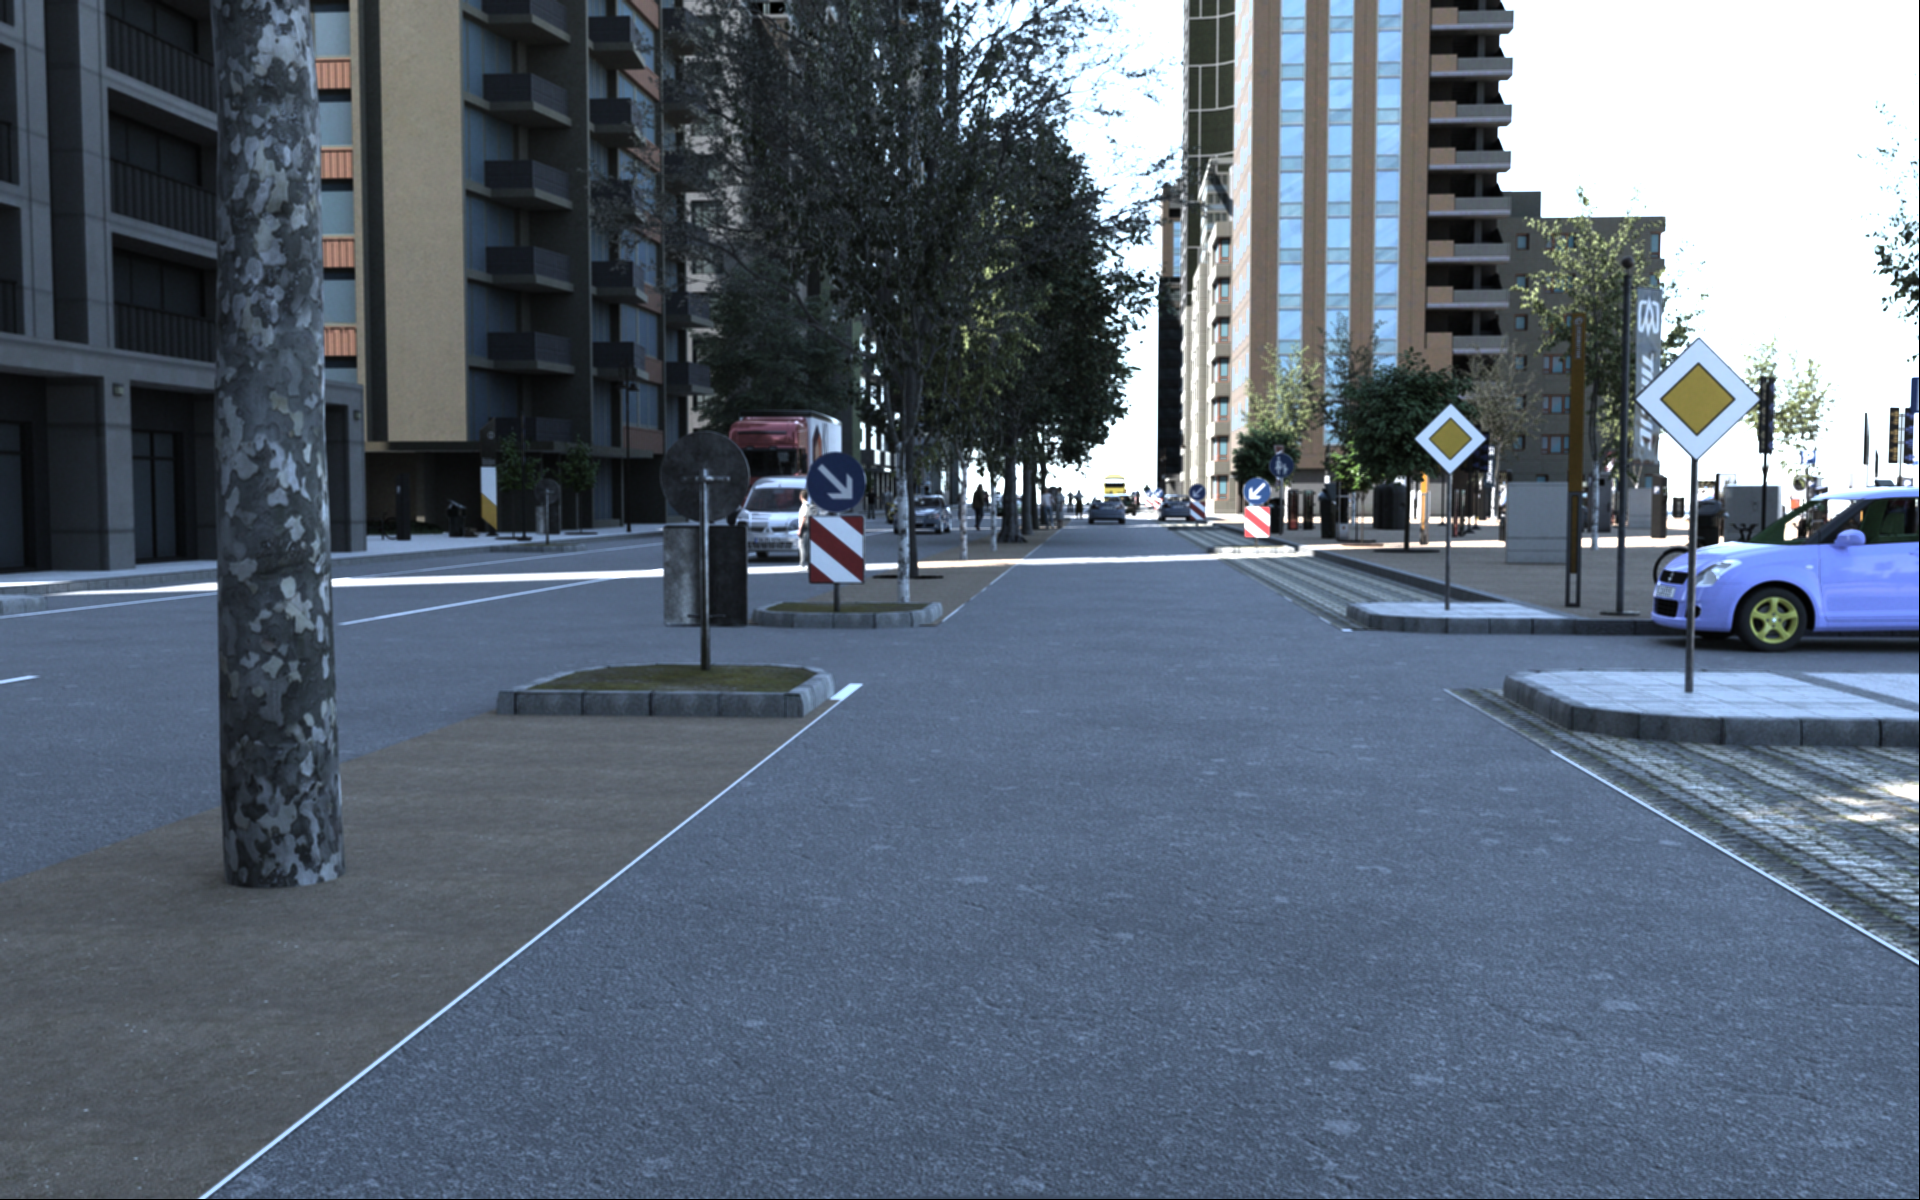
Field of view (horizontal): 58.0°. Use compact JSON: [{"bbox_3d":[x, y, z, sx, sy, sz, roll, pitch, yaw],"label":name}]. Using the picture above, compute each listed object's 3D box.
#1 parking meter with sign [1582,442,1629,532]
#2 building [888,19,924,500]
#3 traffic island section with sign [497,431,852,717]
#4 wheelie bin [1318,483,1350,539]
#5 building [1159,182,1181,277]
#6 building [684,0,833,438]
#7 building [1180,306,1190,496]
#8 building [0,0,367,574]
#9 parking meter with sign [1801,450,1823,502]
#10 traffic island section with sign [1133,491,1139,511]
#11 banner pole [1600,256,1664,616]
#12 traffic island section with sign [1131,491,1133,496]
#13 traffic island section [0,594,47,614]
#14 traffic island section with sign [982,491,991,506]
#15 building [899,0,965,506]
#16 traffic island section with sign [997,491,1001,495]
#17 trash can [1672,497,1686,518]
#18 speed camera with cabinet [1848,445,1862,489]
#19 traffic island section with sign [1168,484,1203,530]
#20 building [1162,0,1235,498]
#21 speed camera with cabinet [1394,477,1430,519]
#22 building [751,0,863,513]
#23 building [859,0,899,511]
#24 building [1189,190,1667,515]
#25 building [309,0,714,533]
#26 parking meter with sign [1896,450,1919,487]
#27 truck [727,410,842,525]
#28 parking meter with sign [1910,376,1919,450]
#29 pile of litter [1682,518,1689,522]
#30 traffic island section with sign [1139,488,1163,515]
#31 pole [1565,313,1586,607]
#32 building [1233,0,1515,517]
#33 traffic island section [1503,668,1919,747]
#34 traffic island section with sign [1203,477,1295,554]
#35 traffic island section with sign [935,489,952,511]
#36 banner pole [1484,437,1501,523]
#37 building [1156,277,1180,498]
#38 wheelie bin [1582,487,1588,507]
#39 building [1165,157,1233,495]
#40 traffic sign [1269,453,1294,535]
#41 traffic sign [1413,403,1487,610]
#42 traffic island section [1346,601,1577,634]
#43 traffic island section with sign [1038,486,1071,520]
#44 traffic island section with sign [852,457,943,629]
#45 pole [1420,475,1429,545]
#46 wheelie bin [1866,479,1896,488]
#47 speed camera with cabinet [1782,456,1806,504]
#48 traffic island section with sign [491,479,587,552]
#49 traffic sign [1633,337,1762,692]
[{"bbox_3d":[21.434,-3.780,58.060,1.738,3.016,0.543,0,4,1],"label":"parking meter with sign"},{"bbox_3d":[-10.962,-31.331,162.374,14.600,45.320,14.200,0,4,5],"label":"building"},{"bbox_3d":[-1.916,-0.238,12.035,2.006,1.907,1.989,0,4,5],"label":"traffic island section with sign"},{"bbox_3d":[10.789,-2.583,50.140,0.980,1.594,0.693,-1,4,-21],"label":"wheelie bin"},{"bbox_3d":[35.131,-36.330,244.109,14.600,45.320,14.200,0,4,5],"label":"building"},{"bbox_3d":[-15.624,-20.277,103.224,14.160,30.474,14.107,0,4,5],"label":"building"},{"bbox_3d":[34.032,-18.817,152.704,27.650,21.520,28.899,0,4,5],"label":"building"},{"bbox_3d":[-23.903,-36.387,33.178,20.563,71.187,20.611,0,4,5],"label":"building"},{"bbox_3d":[34.254,-4.472,69.381,0.543,3.016,1.738,3,5,45],"label":"parking meter with sign"},{"bbox_3d":[15.780,-8.389,145.782,1.989,1.847,2.006,0,4,5],"label":"traffic island section with sign"},{"bbox_3d":[7.220,-1.740,18.465,0.863,3.779,0.401,-2,4,-34],"label":"banner pole"},{"bbox_3d":[20.399,-11.730,200.410,1.989,1.847,2.006,0,4,5],"label":"traffic island section with sign"},{"bbox_3d":[-12.411,0.097,20.697,2.009,0.180,2.903,0,4,5],"label":"traffic island section"},{"bbox_3d":[2.904,-11.830,202.041,1.989,1.847,2.006,0,4,5],"label":"traffic island section with sign"},{"bbox_3d":[-9.976,-55.845,225.731,22.319,86.520,31.000,0,4,5],"label":"building"},{"bbox_3d":[5.223,-13.510,229.518,1.989,1.847,2.006,0,4,5],"label":"traffic island section with sign"},{"bbox_3d":[38.137,-4.910,91.934,0.748,1.137,0.748,0,3,0],"label":"trash can"},{"bbox_3d":[35.811,-4.543,68.610,0.660,3.252,2.038,1,4,10],"label":"speed camera with cabinet"},{"bbox_3d":[9.290,-3.682,68.826,1.989,1.847,2.006,0,4,5],"label":"traffic island section with sign"},{"bbox_3d":[35.433,-47.278,211.252,20.563,71.187,20.611,0,4,5],"label":"building"},{"bbox_3d":[23.382,-5.826,89.586,0.660,3.252,2.038,-2,4,-30],"label":"speed camera with cabinet"},{"bbox_3d":[-14.534,-26.510,117.029,14.154,41.232,14.086,0,4,5],"label":"building"},{"bbox_3d":[-16.936,-31.853,140.398,23.786,49.044,30.456,0,4,5],"label":"building"},{"bbox_3d":[31.188,-17.015,123.230,27.650,21.520,28.899,0,4,5],"label":"building"},{"bbox_3d":[-22.665,-25.428,70.378,22.147,44.769,28.867,0,4,5],"label":"building"},{"bbox_3d":[39.975,-4.713,73.313,0.543,3.016,1.738,0,4,6],"label":"parking meter with sign"},{"bbox_3d":[-6.034,-4.361,60.218,2.839,4.237,11.283,0,4,4],"label":"truck"},{"bbox_3d":[14.015,-1.753,24.916,0.543,3.016,1.738,2,4,24],"label":"parking meter with sign"},{"bbox_3d":[33.869,-3.971,78.885,1.719,0.858,1.176,3,5,41],"label":"pile of litter"},{"bbox_3d":[13.510,-6.746,118.923,1.989,1.847,2.006,0,4,5],"label":"traffic island section with sign"},{"bbox_3d":[6.974,-1.576,19.614,0.158,3.312,0.155,0,3,0],"label":"pole"},{"bbox_3d":[23.522,-27.612,101.563,14.600,45.320,14.200,0,4,5],"label":"building"},{"bbox_3d":[4.745,0.676,11.235,2.009,0.180,2.903,0,4,5],"label":"traffic island section"},{"bbox_3d":[7.013,-2.036,41.923,1.989,1.847,2.006,0,4,5],"label":"traffic island section with sign"},{"bbox_3d":[-1.738,-8.479,147.266,1.989,1.847,2.006,0,4,5],"label":"traffic island section with sign"},{"bbox_3d":[23.580,-5.297,76.620,0.863,3.779,0.401,0,4,5],"label":"banner pole"},{"bbox_3d":[33.180,-28.035,230.073,14.160,30.474,14.107,0,4,5],"label":"building"},{"bbox_3d":[26.556,-4.024,73.694,0.693,1.594,0.980,-1,4,-23],"label":"wheelie bin"},{"bbox_3d":[38.852,-30.372,188.460,32.217,40.220,23.993,0,4,5],"label":"building"},{"bbox_3d":[10.061,-3.312,54.263,0.768,2.556,0.104,0,4,7],"label":"traffic sign"},{"bbox_3d":[5.393,-0.946,19.117,0.795,2.450,0.064,0,4,5],"label":"traffic sign"},{"bbox_3d":[5.417,0.189,19.192,2.009,0.180,2.903,0,4,5],"label":"traffic island section"},{"bbox_3d":[5.030,-5.269,94.290,2.006,1.907,1.989,0,4,5],"label":"traffic island section with sign"},{"bbox_3d":[-1.283,-0.690,19.416,2.006,1.907,1.989,0,4,5],"label":"traffic island section with sign"},{"bbox_3d":[11.762,-3.055,43.789,0.158,3.312,0.155,0,3,0],"label":"pole"},{"bbox_3d":[19.427,-1.750,36.515,0.980,1.594,0.693,-2,4,-31],"label":"wheelie bin"},{"bbox_3d":[38.044,-5.240,80.006,2.038,3.252,0.660,2,4,29],"label":"speed camera with cabinet"},{"bbox_3d":[-10.487,-2.130,43.452,1.989,1.847,2.006,0,4,5],"label":"traffic island section with sign"},{"bbox_3d":[4.721,-0.460,11.160,0.795,2.450,0.064,0,4,5],"label":"traffic sign"}]
